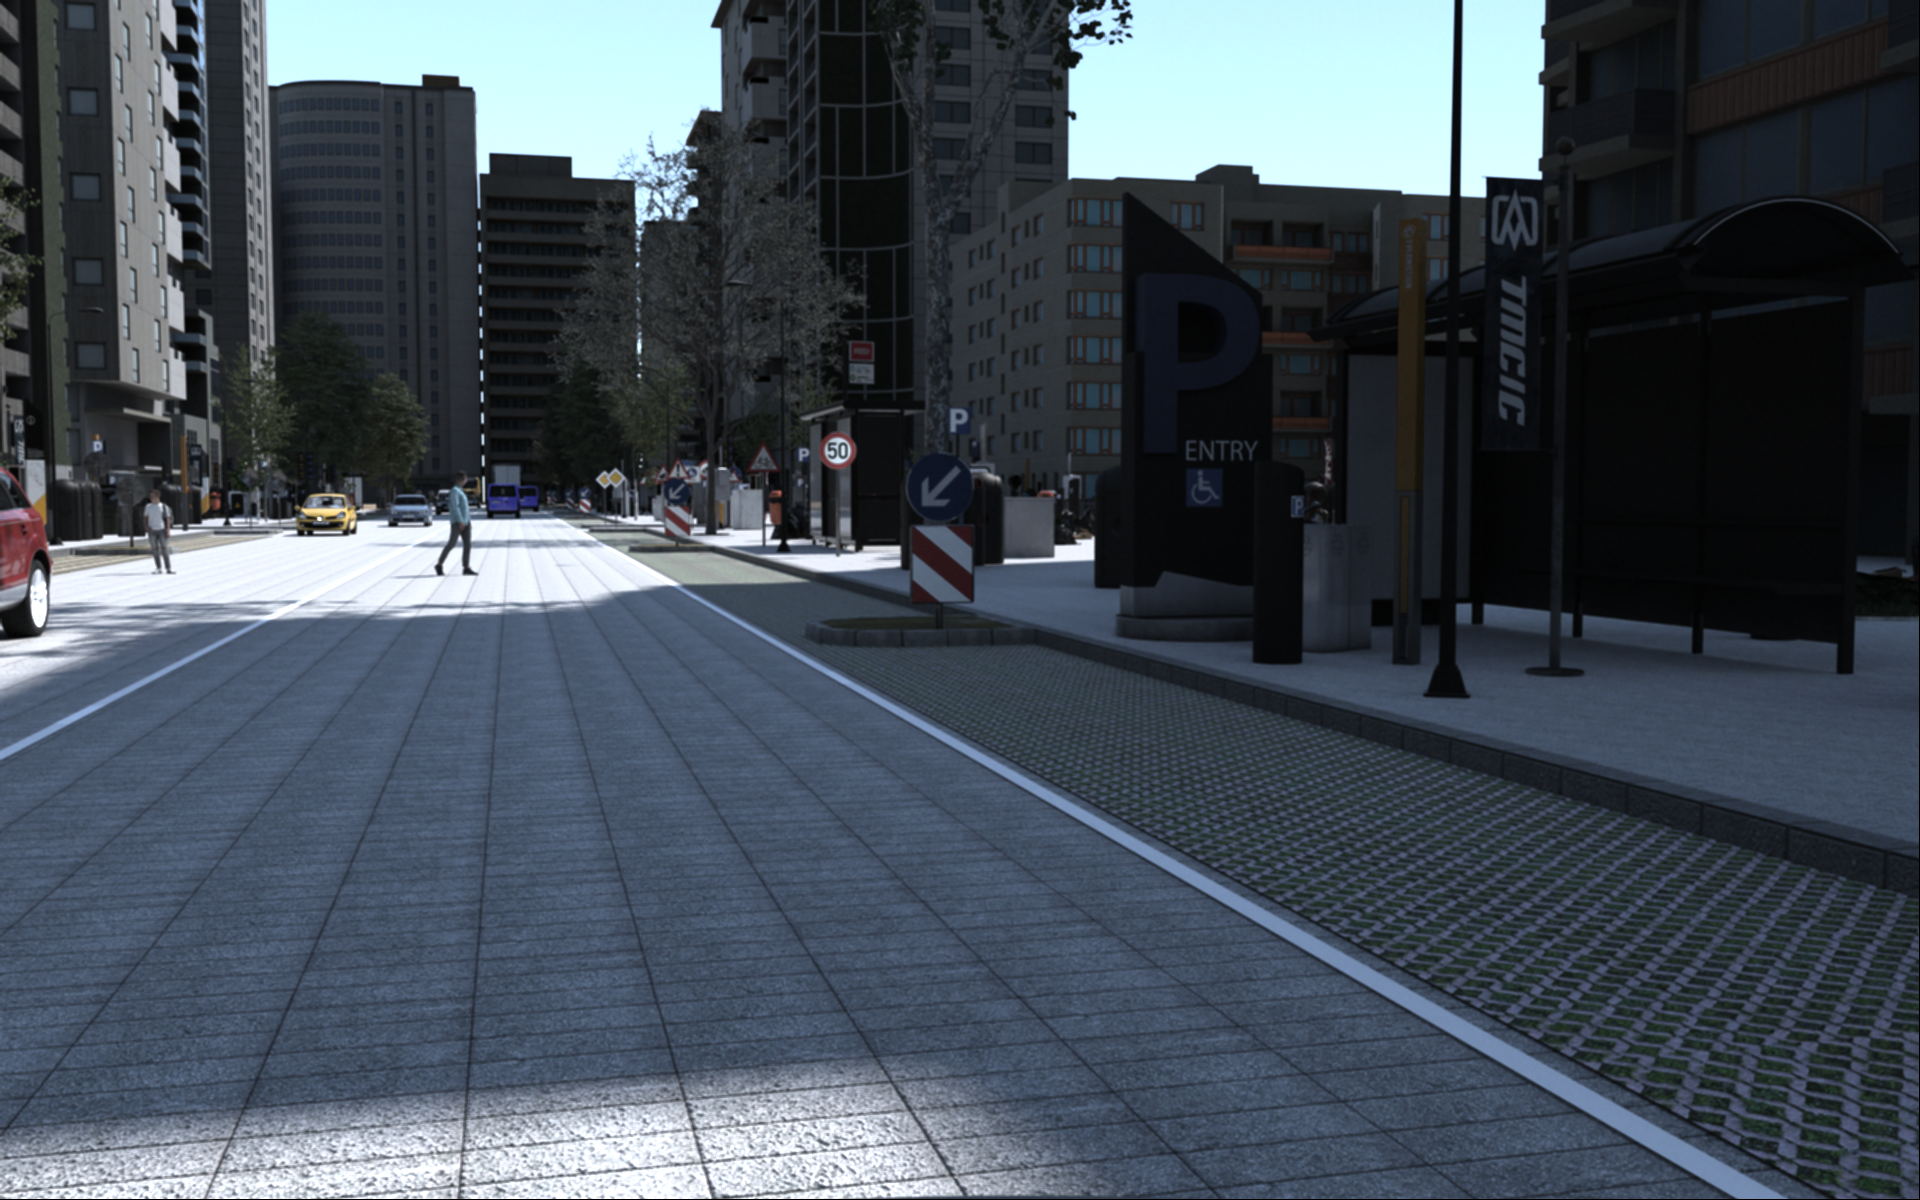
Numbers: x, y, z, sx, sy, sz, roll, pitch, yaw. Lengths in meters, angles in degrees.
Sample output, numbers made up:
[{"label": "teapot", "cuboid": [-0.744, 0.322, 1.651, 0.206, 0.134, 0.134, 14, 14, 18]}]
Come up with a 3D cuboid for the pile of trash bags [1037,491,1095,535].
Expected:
[{"label": "pile of trash bags", "cuboid": [4.088, -2.724, 54.287, 3.447, 1.369, 1.912, 0, 4, 0]}]

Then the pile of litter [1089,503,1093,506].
[{"label": "pile of litter", "cuboid": [6.046, -4.073, 80.566, 1.719, 0.858, 1.176, 0, 4, -6]}]

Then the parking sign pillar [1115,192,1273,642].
[{"label": "parking sign pillar", "cuboid": [2.131, -1.659, 15.599, 1.447, 3.967, 1.447, -1, 4, -12]}]

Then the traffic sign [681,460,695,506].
[{"label": "traffic sign", "cuboid": [-10.164, -3.917, 64.150, 0.768, 2.556, 0.104, -1, 4, -8]}]

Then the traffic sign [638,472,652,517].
[{"label": "traffic sign", "cuboid": [-17.891, -6.040, 98.753, 0.884, 2.594, 0.081, 0, 4, -7]}]

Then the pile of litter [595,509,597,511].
[{"label": "pile of litter", "cuboid": [-27.355, -7.258, 132.626, 1.176, 0.858, 1.719, 2, 4, 33]}]

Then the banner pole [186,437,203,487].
[{"label": "banner pole", "cuboid": [-33.937, -5.296, 76.614, 0.863, 3.779, 0.401, -2, 4, -33]}]

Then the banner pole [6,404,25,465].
[{"label": "banner pole", "cuboid": [-26.265, -3.562, 48.259, 0.401, 3.779, 0.863, 1, 4, 19]}]

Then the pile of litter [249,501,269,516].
[{"label": "pile of litter", "cuboid": [-41.362, -5.390, 102.087, 1.176, 0.858, 1.719, 0, 4, -4]}]

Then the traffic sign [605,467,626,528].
[{"label": "traffic sign", "cuboid": [-12.984, -3.775, 65.364, 0.795, 2.450, 0.064, -1, 4, -14]}]

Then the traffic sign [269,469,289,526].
[{"label": "traffic sign", "cuboid": [-27.472, -4.053, 69.903, 0.795, 2.450, 0.064, -1, 4, -14]}]

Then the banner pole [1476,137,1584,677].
[{"label": "banner pole", "cuboid": [4.019, -1.356, 12.180, 0.863, 3.779, 0.401, -1, 4, -16]}]

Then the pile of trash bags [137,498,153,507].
[{"label": "pile of trash bags", "cuboid": [-48.797, -5.750, 103.766, 3.447, 1.369, 1.912, 0, 4, -5]}]

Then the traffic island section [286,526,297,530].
[{"label": "traffic island section", "cuboid": [-27.493, -2.916, 69.959, 2.009, 0.180, 2.903, -1, 4, -14]}]

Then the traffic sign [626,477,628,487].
[{"label": "traffic sign", "cuboid": [-25.381, -8.027, 131.339, 0.768, 2.556, 0.104, -1, 4, -11]}]

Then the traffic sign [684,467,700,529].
[{"label": "traffic sign", "cuboid": [-9.789, -3.743, 63.328, 0.606, 2.300, 0.079, -1, 4, -9]}]

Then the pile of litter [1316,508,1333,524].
[{"label": "pile of litter", "cuboid": [10.854, -2.349, 52.374, 1.719, 0.858, 1.176, 1, 4, 17]}]

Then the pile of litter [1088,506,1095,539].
[{"label": "pile of litter", "cuboid": [3.334, -2.176, 49.544, 1.176, 0.858, 1.719, 2, 4, 33]}]

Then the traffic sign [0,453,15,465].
[{"label": "traffic sign", "cuboid": [-29.378, -3.260, 53.412, 0.768, 2.556, 0.104, -1, 4, -8]}]

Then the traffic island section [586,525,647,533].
[{"label": "traffic island section", "cuboid": [-12.963, -2.640, 65.446, 2.009, 0.180, 2.903, -1, 4, -14]}]

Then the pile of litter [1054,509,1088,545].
[{"label": "pile of litter", "cuboid": [2.193, -1.839, 44.040, 1.719, 0.858, 1.176, 2, 4, 23]}]

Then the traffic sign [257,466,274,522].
[{"label": "traffic sign", "cuboid": [-31.526, -4.802, 78.624, 0.768, 2.556, 0.104, -1, 4, -12]}]

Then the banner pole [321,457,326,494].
[{"label": "banner pole", "cuboid": [-43.031, -7.775, 117.133, 0.401, 3.779, 0.863, 0, 4, 0]}]

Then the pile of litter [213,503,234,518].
[{"label": "pile of litter", "cuboid": [-39.829, -4.856, 93.357, 1.176, 0.858, 1.719, 1, 4, 18]}]

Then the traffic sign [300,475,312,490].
[{"label": "traffic sign", "cuboid": [-43.601, -7.056, 115.476, 0.768, 2.556, 0.104, -1, 4, -12]}]

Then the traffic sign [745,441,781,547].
[{"label": "traffic sign", "cuboid": [-4.798, -2.588, 42.312, 0.884, 2.594, 0.081, -1, 4, -13]}]

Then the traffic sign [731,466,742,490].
[{"label": "traffic sign", "cuboid": [-10.429, -4.873, 79.773, 0.768, 2.556, 0.104, 0, 4, -6]}]

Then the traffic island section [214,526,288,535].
[{"label": "traffic island section", "cuboid": [-25.496, -2.443, 62.227, 2.009, 0.180, 2.903, -1, 4, -14]}]

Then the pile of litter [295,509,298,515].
[{"label": "pile of litter", "cuboid": [-42.027, -5.725, 107.563, 1.719, 0.858, 1.176, 1, 4, 20]}]

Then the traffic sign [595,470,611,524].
[{"label": "traffic sign", "cuboid": [-14.981, -4.248, 73.096, 0.795, 2.450, 0.064, -1, 4, -14]}]

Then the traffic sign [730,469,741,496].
[{"label": "traffic sign", "cuboid": [-10.143, -4.687, 76.638, 0.884, 2.594, 0.081, -1, 4, -10]}]

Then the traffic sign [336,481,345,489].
[{"label": "traffic sign", "cuboid": [-48.450, -8.156, 135.477, 0.606, 2.300, 0.079, -1, 4, -9]}]

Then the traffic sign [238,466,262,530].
[{"label": "traffic sign", "cuboid": [-25.475, -3.580, 62.171, 0.795, 2.450, 0.064, -1, 4, -14]}]

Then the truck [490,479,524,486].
[{"label": "truck", "cuboid": [-47.005, -11.218, 179.335, 3.469, 3.379, 9.791, -1, 4, -13]}]

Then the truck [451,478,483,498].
[{"label": "truck", "cuboid": [-57.967, -12.737, 204.166, 3.469, 3.379, 9.791, -1, 4, -14]}]

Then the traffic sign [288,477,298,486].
[{"label": "traffic sign", "cuboid": [-49.561, -7.867, 128.729, 0.768, 2.556, 0.104, -1, 4, -9]}]

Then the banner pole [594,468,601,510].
[{"label": "banner pole", "cuboid": [-29.609, -9.309, 142.211, 0.863, 3.779, 0.401, 0, 4, -6]}]

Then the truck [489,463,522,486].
[{"label": "truck", "cuboid": [-42.470, -10.588, 162.030, 2.839, 4.237, 11.283, -1, 4, -16]}]

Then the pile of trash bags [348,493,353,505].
[{"label": "pile of trash bags", "cuboid": [-46.477, -7.274, 128.684, 1.912, 1.369, 3.447, 2, 4, 32]}]

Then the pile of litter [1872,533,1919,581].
[{"label": "pile of litter", "cuboid": [12.589, -0.548, 22.933, 1.719, 0.858, 1.176, 0, 4, -5]}]

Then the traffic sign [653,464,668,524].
[{"label": "traffic sign", "cuboid": [-12.780, -4.565, 74.647, 0.884, 2.594, 0.081, -1, 4, -13]}]

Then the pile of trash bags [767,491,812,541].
[{"label": "pile of trash bags", "cuboid": [-4.530, -2.405, 49.067, 1.912, 1.369, 3.447, 1, 4, 19]}]

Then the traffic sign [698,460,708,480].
[{"label": "traffic sign", "cuboid": [-9.330, -3.914, 64.096, 0.768, 2.556, 0.104, -1, 4, -10]}]

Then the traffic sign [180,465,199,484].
[{"label": "traffic sign", "cuboid": [-33.836, -4.647, 76.079, 0.768, 2.556, 0.104, 0, 4, -7]}]

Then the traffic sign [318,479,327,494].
[{"label": "traffic sign", "cuboid": [-49.467, -8.136, 134.211, 0.795, 2.450, 0.064, -1, 4, -10]}]

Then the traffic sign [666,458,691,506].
[{"label": "traffic sign", "cuboid": [-10.028, -3.772, 61.676, 0.884, 2.594, 0.081, 0, 4, -7]}]

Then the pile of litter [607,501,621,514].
[{"label": "pile of litter", "cuboid": [-22.179, -6.035, 112.634, 1.719, 0.858, 1.176, 1, 4, 21]}]

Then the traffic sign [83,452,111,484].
[{"label": "traffic sign", "cuboid": [-25.946, -3.180, 52.105, 0.768, 2.556, 0.104, -1, 4, -12]}]

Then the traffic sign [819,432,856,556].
[{"label": "traffic sign", "cuboid": [-2.509, -2.169, 35.568, 0.768, 2.556, 0.104, 0, 4, -5]}]

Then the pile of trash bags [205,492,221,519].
[{"label": "pile of trash bags", "cuboid": [-39.300, -4.865, 89.294, 1.912, 1.369, 3.447, 1, 4, 12]}]

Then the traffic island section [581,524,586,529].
[{"label": "traffic island section", "cuboid": [-14.960, -3.113, 73.179, 2.009, 0.180, 2.903, -1, 4, -14]}]

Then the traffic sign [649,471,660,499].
[{"label": "traffic sign", "cuboid": [-16.437, -5.715, 93.547, 0.768, 2.556, 0.104, -1, 4, -10]}]

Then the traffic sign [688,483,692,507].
[{"label": "traffic sign", "cuboid": [-15.516, -6.128, 100.299, 0.768, 2.556, 0.104, -1, 4, -13]}]
